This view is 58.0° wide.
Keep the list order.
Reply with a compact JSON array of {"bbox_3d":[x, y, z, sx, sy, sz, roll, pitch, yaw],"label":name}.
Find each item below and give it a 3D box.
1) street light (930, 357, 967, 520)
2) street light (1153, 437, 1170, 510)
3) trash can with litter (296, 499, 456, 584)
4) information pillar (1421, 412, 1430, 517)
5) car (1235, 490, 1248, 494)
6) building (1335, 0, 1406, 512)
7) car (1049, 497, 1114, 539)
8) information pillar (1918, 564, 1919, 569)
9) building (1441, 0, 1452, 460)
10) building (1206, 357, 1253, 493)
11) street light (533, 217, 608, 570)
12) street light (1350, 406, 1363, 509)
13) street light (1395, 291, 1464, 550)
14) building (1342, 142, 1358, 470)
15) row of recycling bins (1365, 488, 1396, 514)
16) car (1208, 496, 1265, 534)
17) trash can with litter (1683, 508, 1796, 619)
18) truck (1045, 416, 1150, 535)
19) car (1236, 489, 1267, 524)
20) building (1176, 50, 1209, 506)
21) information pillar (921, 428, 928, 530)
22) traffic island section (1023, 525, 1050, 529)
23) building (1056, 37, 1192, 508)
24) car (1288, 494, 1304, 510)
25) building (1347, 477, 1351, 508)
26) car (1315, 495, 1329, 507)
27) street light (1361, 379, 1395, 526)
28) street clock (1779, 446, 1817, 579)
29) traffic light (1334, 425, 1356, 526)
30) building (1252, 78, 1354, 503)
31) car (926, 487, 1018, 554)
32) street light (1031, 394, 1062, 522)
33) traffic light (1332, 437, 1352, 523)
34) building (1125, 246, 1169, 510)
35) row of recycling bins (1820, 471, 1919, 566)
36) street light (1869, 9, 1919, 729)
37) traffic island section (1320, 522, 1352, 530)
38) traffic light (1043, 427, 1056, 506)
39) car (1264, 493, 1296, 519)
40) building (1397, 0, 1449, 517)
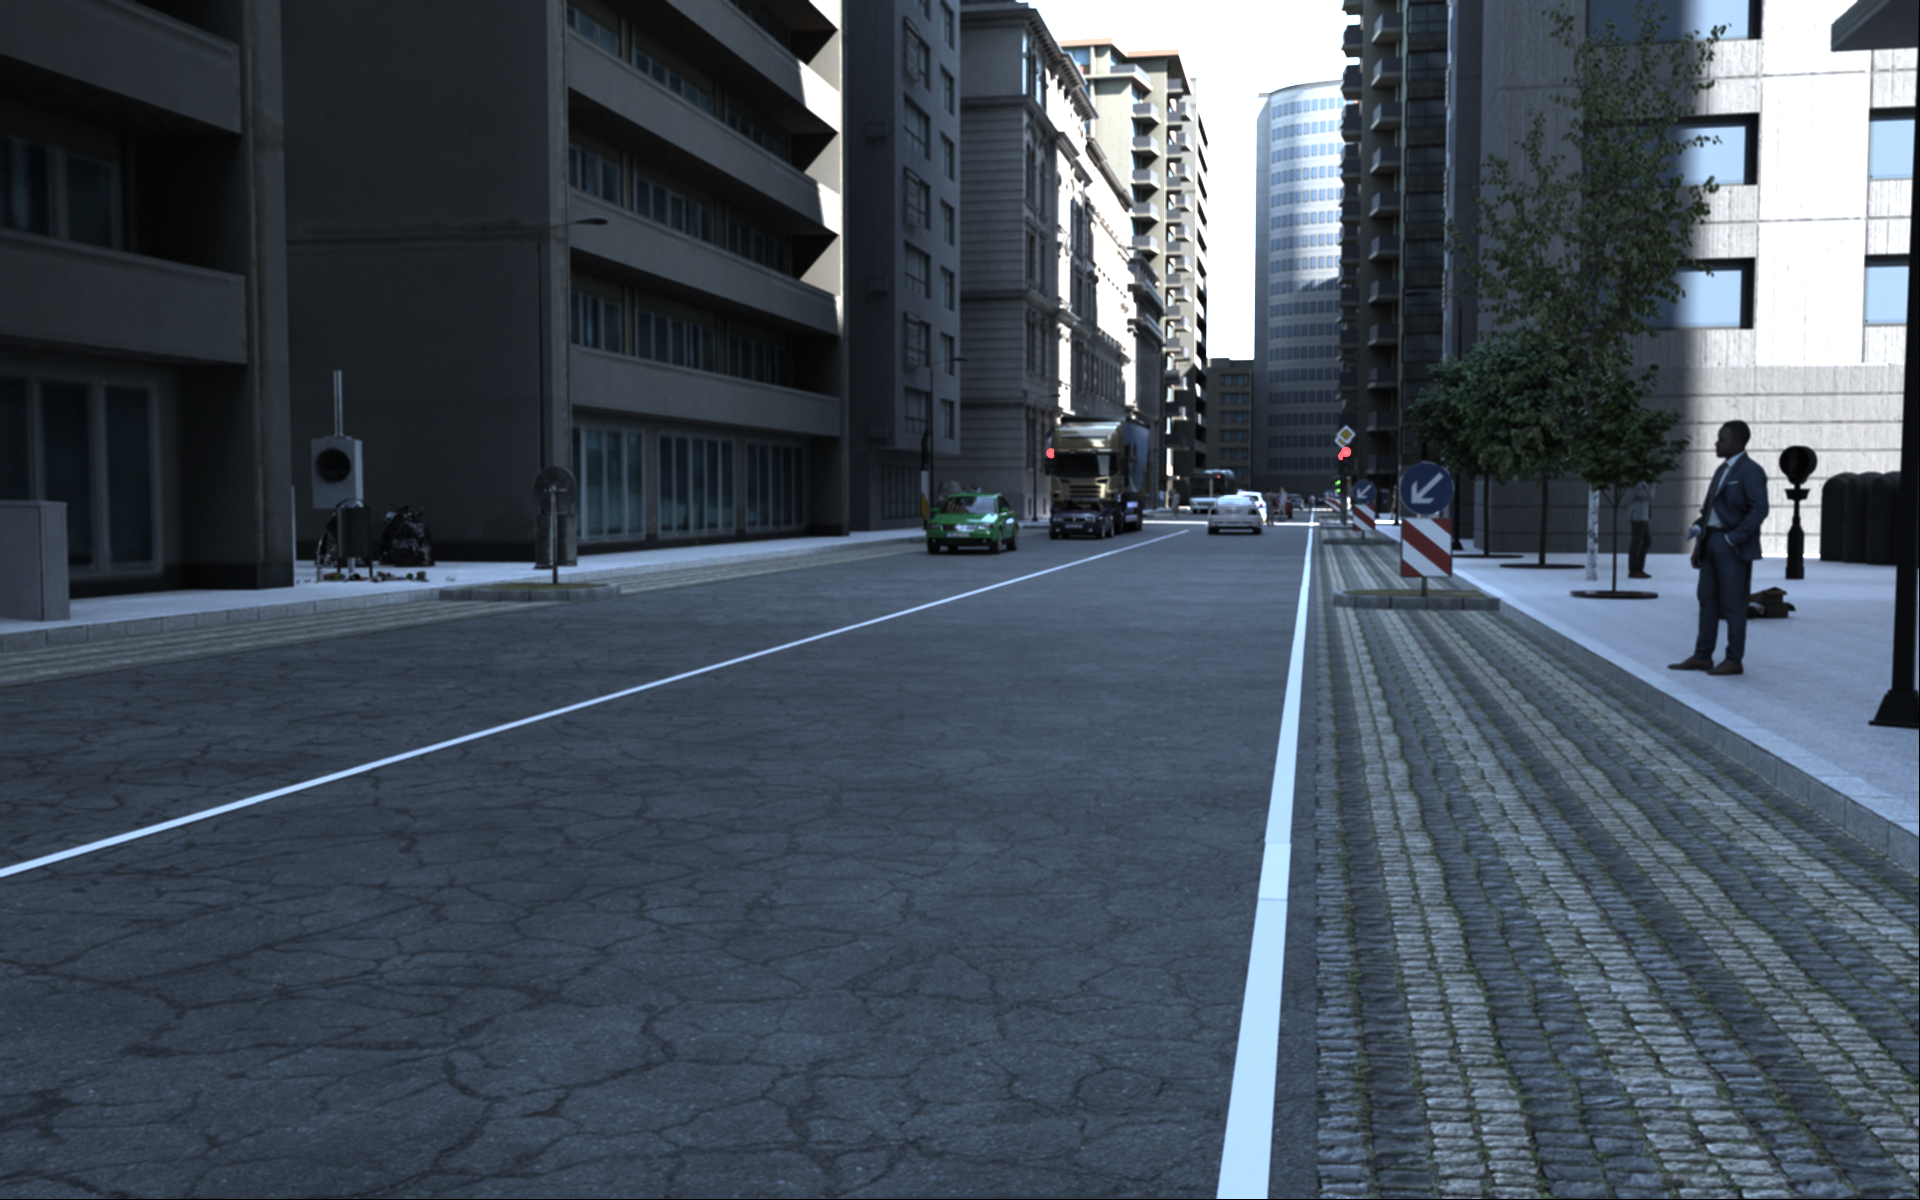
[{"bbox_3d":[-0.439,-5.290,59.031,1.470,5.913,1.316,1,4,12],"label":"street light"},{"bbox_3d":[16.367,-10.289,140.773,1.470,5.913,1.316,1,4,12],"label":"street light"},{"bbox_3d":[-8.598,-0.884,25.505,2.233,1.210,1.678,0,4,7],"label":"trash can with litter"},{"bbox_3d":[11.614,-3.173,43.227,0.183,3.616,0.504,2,4,28],"label":"information pillar"},{"bbox_3d":[25.788,-9.267,160.185,2.281,1.827,5.304,1,4,12],"label":"car"},{"bbox_3d":[39.308,-28.950,127.958,22.147,44.769,28.867,1,4,12],"label":"building"},{"bbox_3d":[3.953,-2.663,56.114,1.945,1.354,3.894,1,4,12],"label":"car"},{"bbox_3d":[16.607,-2.344,29.677,0.183,3.616,0.504,1,4,18],"label":"information pillar"},{"bbox_3d":[30.496,-24.327,81.344,14.086,41.232,14.154,1,4,12],"label":"building"},{"bbox_3d":[27.825,-24.841,251.194,28.899,21.520,27.650,1,4,12],"label":"building"},{"bbox_3d":[-6.578,-3.470,29.280,1.470,5.913,1.316,1,4,12],"label":"street light"},{"bbox_3d":[21.396,-7.244,90.973,1.470,5.913,1.316,1,4,12],"label":"street light"},{"bbox_3d":[10.843,-4.103,39.619,1.470,5.913,1.316,1,4,12],"label":"street light"},{"bbox_3d":[58.066,-35.986,212.071,21.300,48.544,21.600,1,4,12],"label":"building"},{"bbox_3d":[28.449,-6.565,114.444,3.534,1.692,1.069,0,4,3],"label":"row of recycling bins"},{"bbox_3d":[10.029,-3.098,63.007,2.083,1.381,4.827,1,4,11],"label":"car"},{"bbox_3d":[8.103,-0.403,17.977,1.055,1.170,0.624,-1,4,-22],"label":"trash can with litter"},{"bbox_3d":[5.288,-4.631,64.627,2.839,4.237,11.283,1,4,12],"label":"truck"},{"bbox_3d":[14.203,-4.615,85.053,1.945,1.707,3.694,1,4,13],"label":"car"},{"bbox_3d":[16.581,-34.956,195.240,21.300,48.544,21.600,1,4,12],"label":"building"},{"bbox_3d":[-1.245,-4.299,61.638,0.183,3.616,0.504,1,4,20],"label":"information pillar"},{"bbox_3d":[3.854,-3.086,72.732,2.009,0.180,2.903,1,4,12],"label":"traffic island section"},{"bbox_3d":[11.056,-31.532,170.171,22.147,44.769,28.867,1,4,12],"label":"building"},{"bbox_3d":[30.295,-8.893,157.408,2.014,1.417,4.499,1,4,12],"label":"car"},{"bbox_3d":[52.609,-28.671,160.658,32.217,40.220,23.993,1,4,12],"label":"building"},{"bbox_3d":[41.195,-11.244,196.411,1.945,1.354,3.894,1,4,10],"label":"car"},{"bbox_3d":[17.110,-5.955,69.897,1.470,5.913,1.316,1,4,12],"label":"street light"},{"bbox_3d":[12.609,-1.317,26.102,0.358,2.002,0.471,-3,4,-36],"label":"street clock"},{"bbox_3d":[15.613,-4.972,70.215,0.839,4.253,0.868,1,4,12],"label":"traffic light"},{"bbox_3d":[55.432,-42.830,242.264,28.212,58.520,21.231,1,4,12],"label":"building"},{"bbox_3d":[0.340,-2.081,42.817,1.959,1.807,4.718,1,4,10],"label":"car"},{"bbox_3d":[4.034,-6.616,80.719,1.470,5.913,1.316,1,4,12],"label":"street light"},{"bbox_3d":[17.215,-5.451,78.038,0.839,4.253,0.868,1,4,12],"label":"traffic light"},{"bbox_3d":[9.280,-18.276,140.619,13.314,21.916,24.055,1,4,12],"label":"building"},{"bbox_3d":[16.995,-1.509,31.789,1.069,1.692,3.534,0,4,-3],"label":"row of recycling bins"},{"bbox_3d":[4.709,-2.264,9.563,1.470,5.913,1.316,1,4,12],"label":"street light"},{"bbox_3d":[15.650,-2.938,70.321,2.009,0.180,2.903,1,4,12],"label":"traffic island section"},{"bbox_3d":[3.891,-5.117,72.589,0.839,4.253,0.868,1,4,12],"label":"traffic light"},{"bbox_3d":[18.621,-5.669,101.729,2.155,1.783,4.494,1,4,11],"label":"car"},{"bbox_3d":[32.409,-20.048,99.490,14.160,30.474,14.107,1,4,12],"label":"building"}]
